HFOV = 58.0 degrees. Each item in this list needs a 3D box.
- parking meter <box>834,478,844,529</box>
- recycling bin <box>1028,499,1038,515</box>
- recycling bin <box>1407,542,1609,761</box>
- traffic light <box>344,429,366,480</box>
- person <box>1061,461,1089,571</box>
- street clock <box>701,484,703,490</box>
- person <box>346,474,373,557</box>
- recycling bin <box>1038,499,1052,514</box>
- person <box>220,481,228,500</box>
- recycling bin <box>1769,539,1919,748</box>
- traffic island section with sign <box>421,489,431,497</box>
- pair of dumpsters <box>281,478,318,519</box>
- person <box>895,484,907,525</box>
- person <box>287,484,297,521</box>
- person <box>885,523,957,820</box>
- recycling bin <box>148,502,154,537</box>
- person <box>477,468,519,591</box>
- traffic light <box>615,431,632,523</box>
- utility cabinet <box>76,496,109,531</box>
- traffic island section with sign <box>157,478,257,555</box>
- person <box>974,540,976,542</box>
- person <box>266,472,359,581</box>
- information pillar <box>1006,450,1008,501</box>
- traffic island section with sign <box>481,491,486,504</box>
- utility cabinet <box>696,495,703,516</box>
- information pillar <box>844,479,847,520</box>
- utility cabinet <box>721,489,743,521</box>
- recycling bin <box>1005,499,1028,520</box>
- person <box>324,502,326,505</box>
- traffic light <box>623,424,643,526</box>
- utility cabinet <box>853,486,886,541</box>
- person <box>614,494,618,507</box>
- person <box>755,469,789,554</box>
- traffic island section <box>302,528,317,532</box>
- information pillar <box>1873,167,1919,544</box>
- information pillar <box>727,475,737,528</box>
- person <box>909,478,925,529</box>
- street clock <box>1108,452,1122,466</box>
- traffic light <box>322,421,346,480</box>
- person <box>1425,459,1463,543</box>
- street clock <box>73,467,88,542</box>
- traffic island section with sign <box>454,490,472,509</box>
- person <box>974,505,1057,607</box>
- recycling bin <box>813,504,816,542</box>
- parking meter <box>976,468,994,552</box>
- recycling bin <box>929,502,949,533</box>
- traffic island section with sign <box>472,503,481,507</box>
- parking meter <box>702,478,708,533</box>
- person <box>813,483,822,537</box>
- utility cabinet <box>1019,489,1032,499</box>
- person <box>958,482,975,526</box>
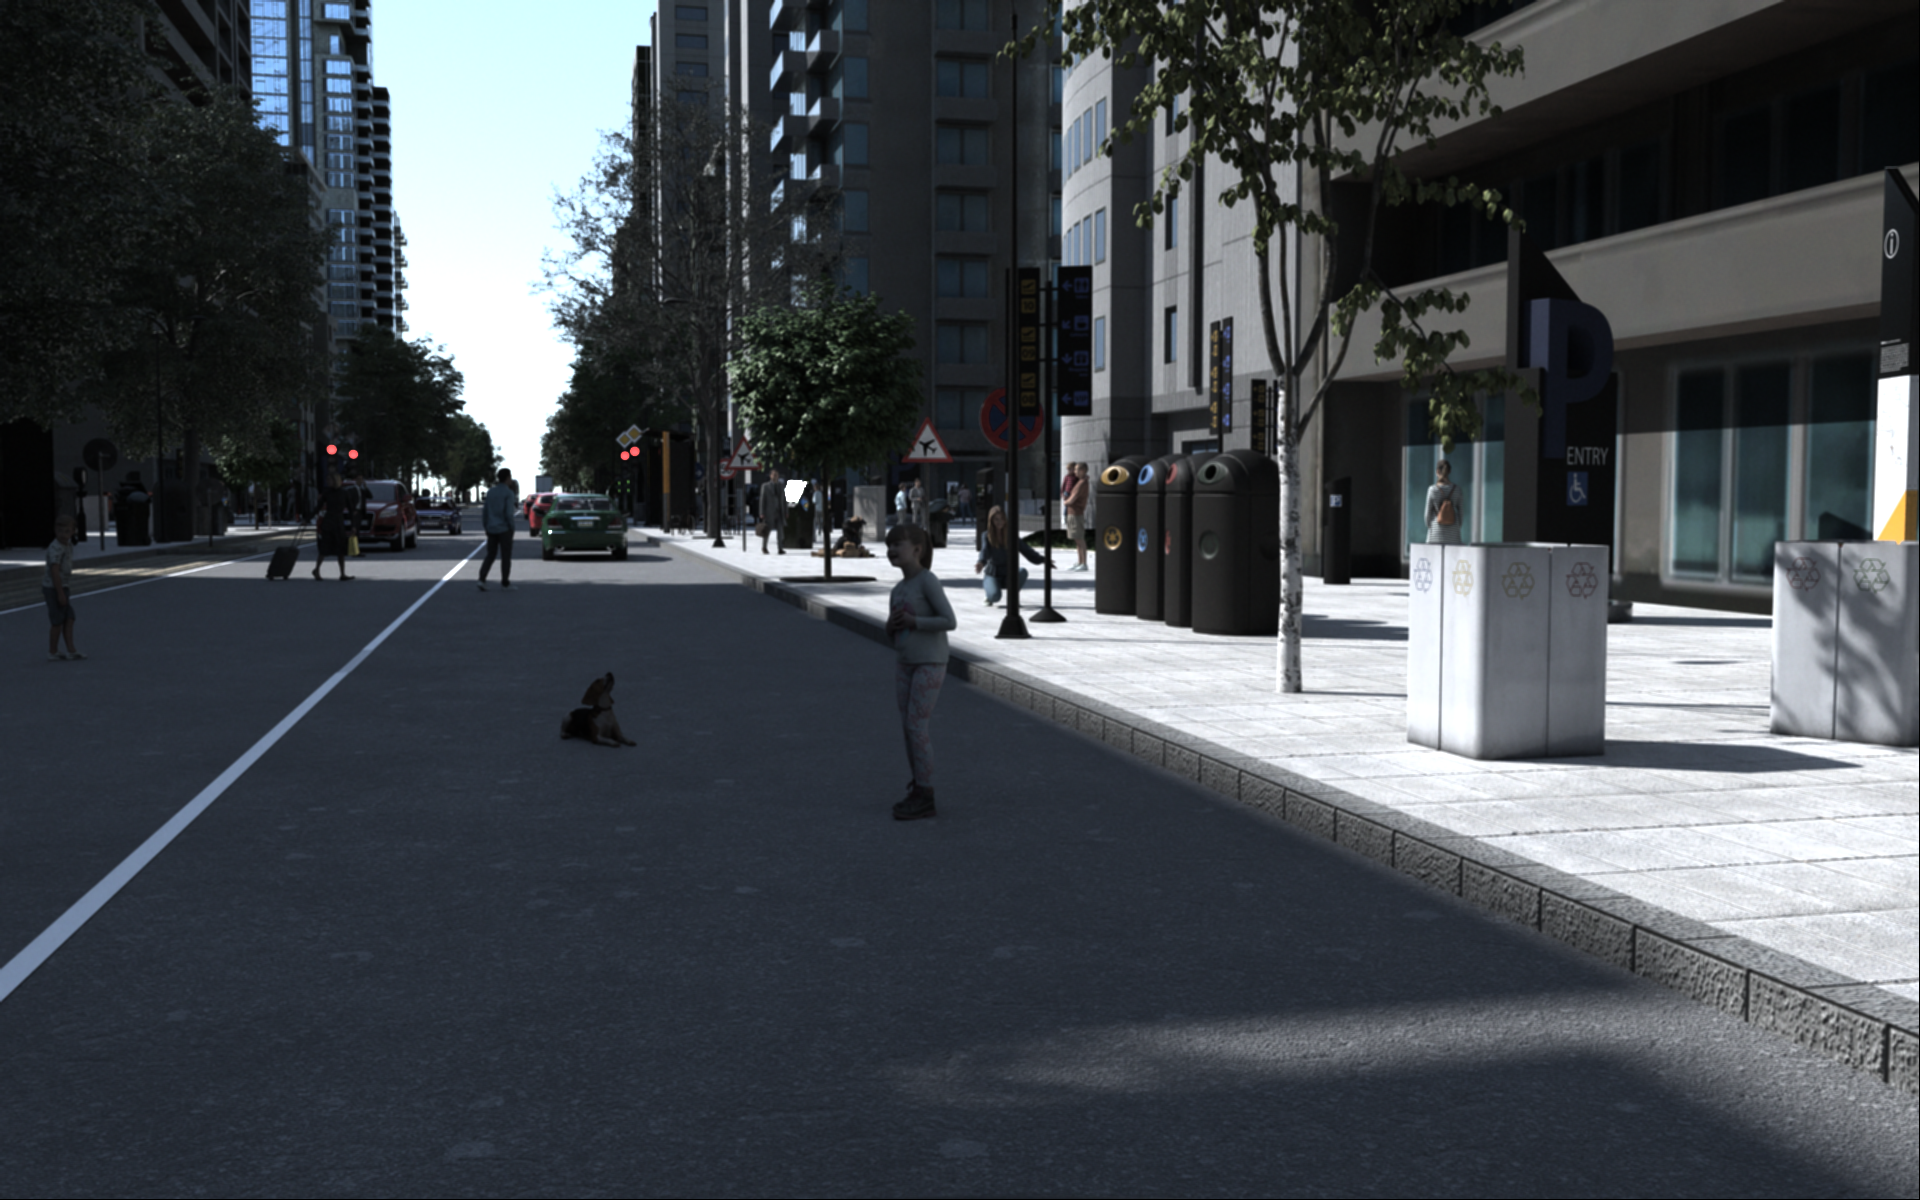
[{"bbox_3d":[-4.476,-3.547,63.702,0.399,1.863,0.255,0,4,6],"label":"parking meter"},{"bbox_3d":[3.058,-4.220,81.547,0.722,1.027,0.722,2,4,33],"label":"recycling bin"},{"bbox_3d":[2.745,0.234,8.721,0.722,1.027,0.722,-1,4,-16],"label":"recycling bin"},{"bbox_3d":[-25.941,-5.220,74.264,0.839,4.253,0.868,-1,4,-14],"label":"traffic light"},{"bbox_3d":[1.959,-1.410,29.079,0.580,1.828,0.573,3,5,39],"label":"person"},{"bbox_3d":[-18.222,-7.267,123.383,0.471,2.002,0.358,3,5,43],"label":"street clock"},{"bbox_3d":[-13.769,-1.948,39.707,0.474,1.900,0.648,1,4,8],"label":"person"},{"bbox_3d":[4.275,-4.653,88.628,0.722,1.027,0.722,0,4,-7],"label":"recycling bin"},{"bbox_3d":[-27.644,-3.568,64.931,0.519,1.759,0.362,3,4,39],"label":"person"},{"bbox_3d":[4.826,0.204,9.211,0.722,1.027,0.722,-3,5,-40],"label":"recycling bin"},{"bbox_3d":[-37.803,-6.985,122.834,1.989,1.847,2.006,-1,4,-14],"label":"traffic island section with sign"},{"bbox_3d":[-33.866,-5.264,88.552,1.574,2.255,4.437,-1,4,-13],"label":"pair of dumpsters"},{"bbox_3d":[-1.798,-2.805,53.710,0.330,1.601,0.589,-1,4,-19],"label":"person"},{"bbox_3d":[-32.330,-4.732,83.685,0.573,1.790,0.520,2,4,31],"label":"person"},{"bbox_3d":[-0.204,0.308,7.746,0.425,1.301,0.394,2,4,34],"label":"person"},{"bbox_3d":[-24.373,-2.404,51.856,0.722,1.027,0.722,2,4,34],"label":"recycling bin"},{"bbox_3d":[-6.875,-1.050,25.680,0.660,1.820,0.620,2,4,26],"label":"person"},{"bbox_3d":[-14.906,-5.385,76.959,0.839,4.253,0.868,-1,4,-14],"label":"traffic light"},{"bbox_3d":[-30.292,-3.016,60.478,1.020,1.237,0.306,0,4,4],"label":"utility cabinet"},{"bbox_3d":[-17.976,-2.009,41.472,1.989,1.847,2.006,-1,4,-14],"label":"traffic island section with sign"},{"bbox_3d":[0.683,-2.453,46.331,0.526,1.800,0.537,-1,4,-20],"label":"person"},{"bbox_3d":[-10.717,-1.227,28.781,1.509,1.804,0.699,1,4,20],"label":"person"},{"bbox_3d":[1.862,-4.666,67.646,0.183,3.616,0.504,0,4,7],"label":"information pillar"},{"bbox_3d":[-69.234,-14.874,251.820,1.989,1.847,2.006,-1,4,-14],"label":"traffic island section with sign"},{"bbox_3d":[-15.194,-5.610,102.886,1.020,1.237,0.306,-1,4,-22],"label":"utility cabinet"},{"bbox_3d":[-5.688,-4.903,84.651,0.304,2.012,0.304,-1,4,-20],"label":"information pillar"},{"bbox_3d":[-10.644,-4.391,80.470,1.173,1.500,0.318,1,4,22],"label":"utility cabinet"},{"bbox_3d":[2.080,-3.246,65.626,0.722,1.027,0.722,0,4,6],"label":"recycling bin"},{"bbox_3d":[-28.688,-4.173,78.544,0.425,1.301,0.394,1,4,13],"label":"person"},{"bbox_3d":[-13.015,-4.910,69.200,0.839,4.253,0.868,-1,4,-14],"label":"traffic light"},{"bbox_3d":[-2.457,-2.336,46.874,0.318,1.500,1.173,-2,4,-35],"label":"utility cabinet"},{"bbox_3d":[-18.174,-4.978,91.679,0.306,1.304,0.590,2,4,35],"label":"person"},{"bbox_3d":[-3.981,-1.886,36.984,0.694,1.812,0.767,-2,4,-27],"label":"person"},{"bbox_3d":[-24.092,-2.712,66.630,2.009,0.180,2.903,-1,4,-14],"label":"traffic island section"},{"bbox_3d":[6.656,-1.281,12.298,0.183,3.616,0.504,0,4,4],"label":"information pillar"},{"bbox_3d":[-8.662,-3.747,65.760,0.304,2.012,0.304,0,4,5],"label":"information pillar"},{"bbox_3d":[-1.361,-3.163,57.952,0.606,1.804,0.583,-3,4,-37],"label":"person"},{"bbox_3d":[2.649,-1.531,29.606,0.358,2.002,0.471,0,4,4],"label":"street clock"},{"bbox_3d":[-24.051,-4.745,66.505,0.839,4.253,0.868,-1,4,-14],"label":"traffic light"},{"bbox_3d":[5.874,-0.858,21.076,0.512,1.701,0.522,0,4,-1],"label":"person"},{"bbox_3d":[-23.613,-2.566,46.530,0.358,2.002,0.471,-1,4,-12],"label":"street clock"},{"bbox_3d":[-49.515,-9.925,170.900,1.989,1.847,2.006,-1,4,-14],"label":"traffic island section with sign"},{"bbox_3d":[0.586,-0.496,19.645,1.012,1.151,0.738,-1,4,-12],"label":"person"},{"bbox_3d":[-4.344,-2.072,46.425,0.722,1.027,0.722,3,5,45],"label":"recycling bin"},{"bbox_3d":[0.553,-2.017,38.689,0.255,1.863,0.399,2,4,33],"label":"parking meter"},{"bbox_3d":[-0.728,-2.716,56.955,0.722,1.027,0.722,0,4,0],"label":"recycling bin"},{"bbox_3d":[-55.895,-11.527,197.092,1.989,1.847,2.006,-1,4,-14],"label":"traffic island section with sign"},{"bbox_3d":[-8.264,-3.131,56.908,0.399,1.863,0.255,-1,4,-21],"label":"parking meter"},{"bbox_3d":[-4.274,-2.700,51.994,0.330,1.601,0.589,3,5,42],"label":"person"},{"bbox_3d":[2.813,-4.503,82.307,1.173,1.500,0.318,-1,4,-15],"label":"utility cabinet"},{"bbox_3d":[0.281,-3.812,68.966,0.593,1.750,0.643,-3,4,-37],"label":"person"}]
